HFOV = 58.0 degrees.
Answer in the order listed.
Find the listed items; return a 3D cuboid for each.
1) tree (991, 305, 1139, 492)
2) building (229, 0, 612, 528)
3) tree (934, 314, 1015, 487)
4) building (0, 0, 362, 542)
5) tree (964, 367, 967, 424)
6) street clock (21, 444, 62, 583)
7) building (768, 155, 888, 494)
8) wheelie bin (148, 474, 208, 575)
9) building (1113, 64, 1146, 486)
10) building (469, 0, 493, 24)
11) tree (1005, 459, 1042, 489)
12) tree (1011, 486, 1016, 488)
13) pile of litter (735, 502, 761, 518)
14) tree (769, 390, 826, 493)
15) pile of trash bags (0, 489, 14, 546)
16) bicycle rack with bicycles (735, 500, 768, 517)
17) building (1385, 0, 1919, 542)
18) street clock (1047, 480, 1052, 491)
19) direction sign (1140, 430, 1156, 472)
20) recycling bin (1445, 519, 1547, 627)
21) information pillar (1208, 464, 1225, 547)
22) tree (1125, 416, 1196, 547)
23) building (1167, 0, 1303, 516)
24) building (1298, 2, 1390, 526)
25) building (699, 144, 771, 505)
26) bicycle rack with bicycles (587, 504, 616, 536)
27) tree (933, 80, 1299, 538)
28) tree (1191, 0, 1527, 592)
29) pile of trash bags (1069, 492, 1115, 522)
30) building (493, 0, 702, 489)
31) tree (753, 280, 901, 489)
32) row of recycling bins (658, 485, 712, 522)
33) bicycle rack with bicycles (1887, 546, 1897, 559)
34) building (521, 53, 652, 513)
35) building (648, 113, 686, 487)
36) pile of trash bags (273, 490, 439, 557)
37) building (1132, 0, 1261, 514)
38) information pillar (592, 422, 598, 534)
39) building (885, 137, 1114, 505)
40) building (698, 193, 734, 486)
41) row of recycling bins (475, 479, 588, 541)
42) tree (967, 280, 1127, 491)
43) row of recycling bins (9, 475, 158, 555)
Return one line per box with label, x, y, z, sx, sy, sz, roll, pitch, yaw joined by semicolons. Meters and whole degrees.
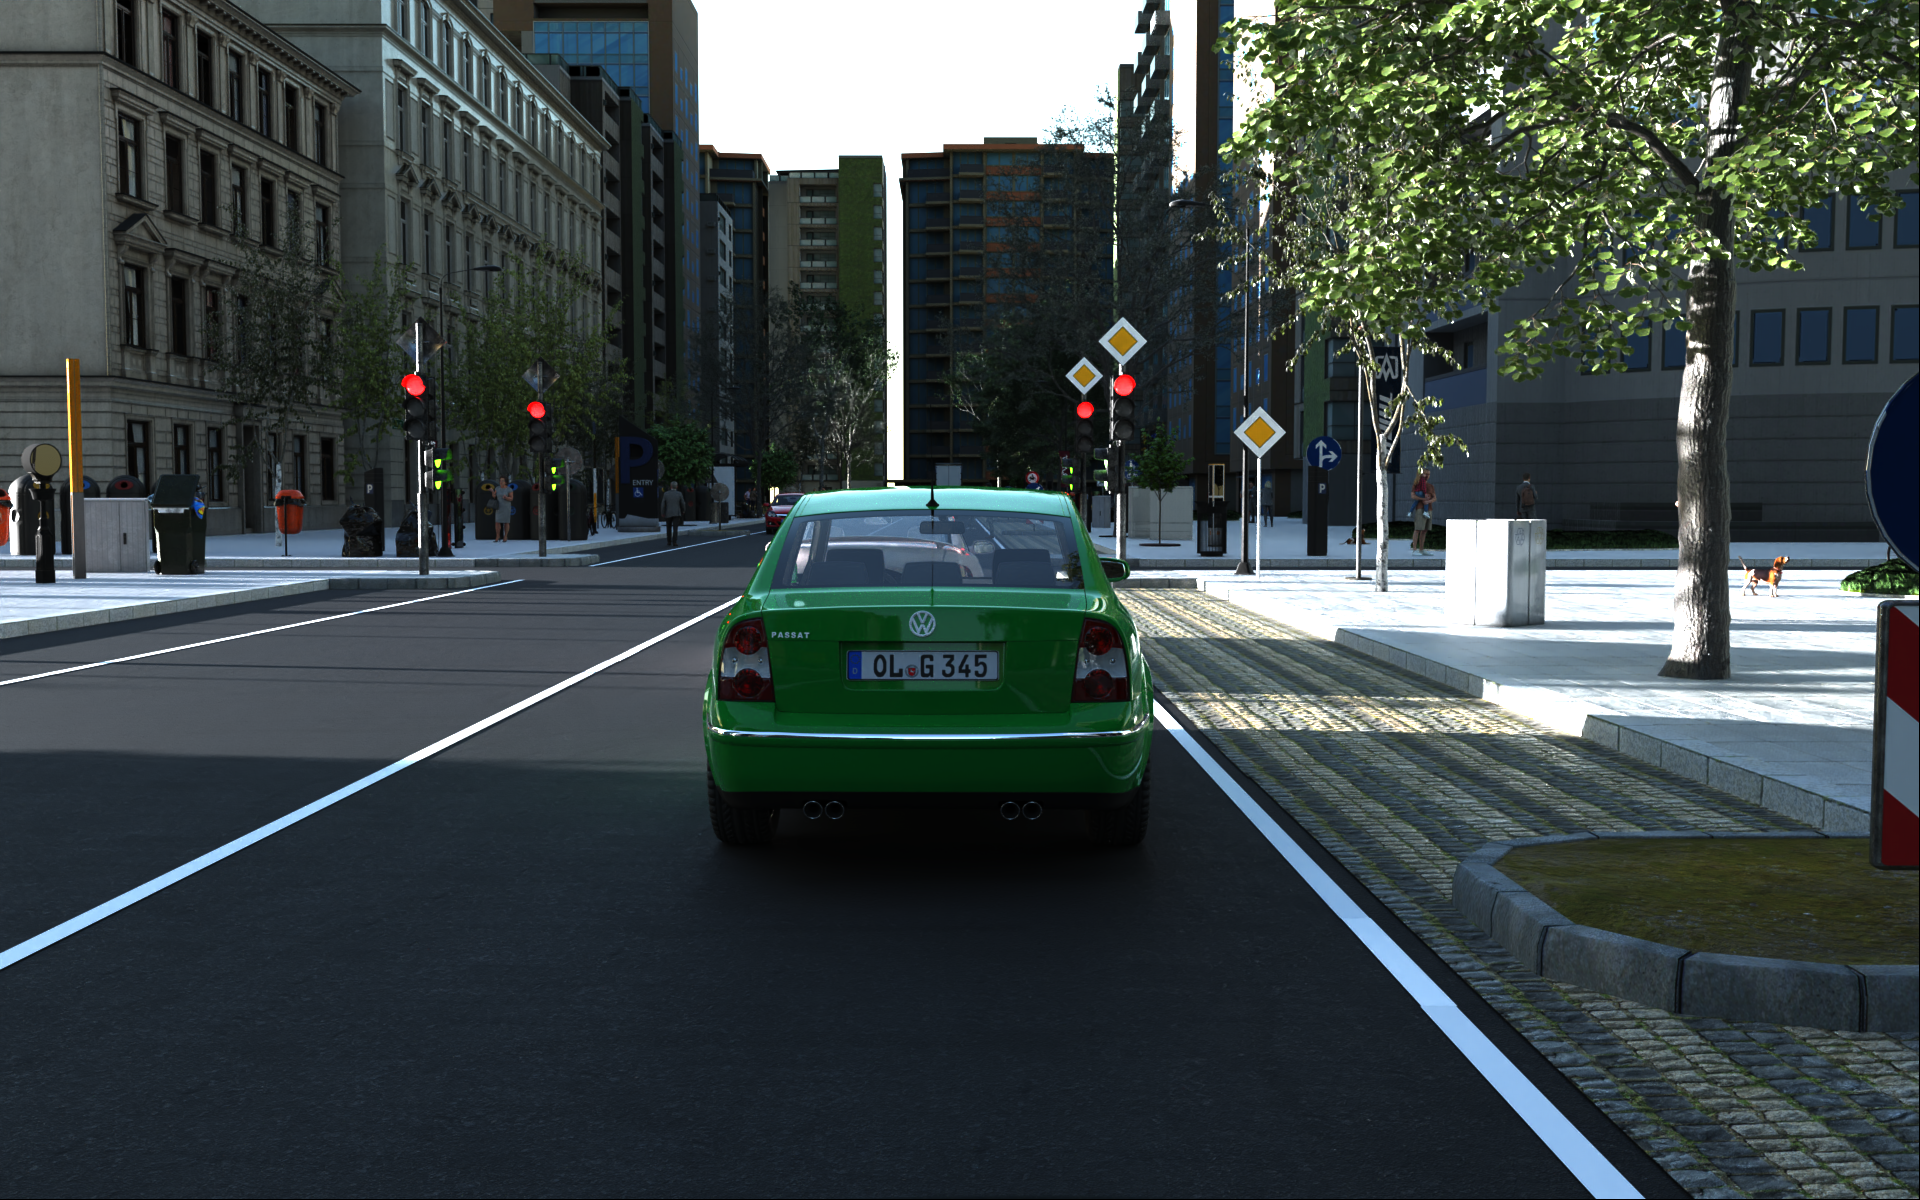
tree;4.962;-9.028;82.015;7.601;10.594;8.767;0;4;1
building;-29.673;-18.971;86.598;17.030;29.872;44.131;0;4;0
tree;3.516;-20.004;182.949;12.611;20.169;13.585;0;3;0
building;-27.522;-11.661;55.287;10.561;19.102;19.286;0;4;0
tree;5.054;-13.062;120.225;9.857;13.997;8.962;0;3;0
street clock;-13.188;-1.245;24.920;0.358;2.002;0.471;2;4;31
building;-16.008;-32.306;211.790;14.086;41.232;14.154;0;4;0
wheelie bin;-12.507;-1.213;27.742;0.980;1.594;0.693;0;4;2
building;21.779;-29.654;168.436;14.154;41.232;14.086;0;4;0
building;-46.823;-44.406;164.291;20.611;71.187;20.563;0;4;0
tree;4.786;-8.830;128.080;4.285;4.588;4.351;0;3;0
tree;4.841;-11.910;145.097;4.360;8.622;3.978;0;3;0
pile of litter;-11.278;-4.742;91.490;1.719;0.858;1.176;2;4;28
tree;-11.370;-10.500;122.034;4.360;8.622;3.978;0;3;0
pile of trash bags;-16.141;-1.015;26.344;1.912;1.369;3.447;2;4;31
bicycle rack with bicycles;-12.344;-5.397;101.624;2.852;0.926;2.925;1;4;21
building;29.752;-31.308;53.891;28.212;58.520;21.231;0;4;0
street clock;4.780;-5.367;92.316;0.358;2.002;0.471;0;4;6
direction sign;6.745;-4.277;61.930;0.379;3.537;0.876;-2;4;-35
recycling bin;5.294;-0.279;17.116;0.722;1.027;0.722;-3;5;-42
information pillar;6.245;-2.307;42.214;0.304;2.012;0.304;-1;4;-14
tree;4.930;-2.953;42.880;1.663;3.219;1.824;0;3;0
building;22.723;-28.972;123.800;14.600;45.320;14.200;0;4;0
building;21.802;-23.958;75.303;14.154;41.232;14.086;0;4;0
building;-38.209;-34.304;215.491;28.867;44.769;22.147;0;4;0
bicycle rack with bicycles;-12.254;-2.456;53.541;2.852;0.926;2.925;0;4;4
tree;4.741;-8.611;51.162;12.009;13.543;11.850;0;3;0
tree;5.369;-4.405;22.388;4.360;8.622;3.978;0;3;0
pile of trash bags;5.988;-4.284;79.798;1.912;1.369;3.447;-2;4;-30
building;-29.787;-30.308;145.641;14.600;45.320;14.200;0;4;0
tree;-12.597;-18.185;153.209;12.611;20.169;13.585;0;3;0
row of recycling bins;-13.259;-4.560;81.675;1.069;1.692;3.534;3;5;44
bicycle rack with bicycles;15.977;-0.790;26.303;2.852;0.926;2.925;0;4;-1
building;-29.560;-21.145;117.426;14.160;30.474;14.107;0;4;0
building;-28.962;-22.013;131.609;14.160;30.474;14.107;0;4;0
pile of trash bags;-12.520;-1.605;35.994;3.447;1.369;1.912;0;3;0
building;26.499;-32.195;145.990;23.786;49.044;30.456;0;4;0
information pillar;-11.850;-3.965;56.176;0.183;3.616;0.504;-1;4;-14
building;5.453;-34.294;215.324;28.867;44.769;22.147;0;4;0
building;-29.420;-24.267;168.472;14.107;30.474;14.160;0;4;0
row of recycling bins;-12.032;-2.537;48.586;3.534;1.692;1.069;1;4;19
tree;5.333;-12.101;104.504;9.857;13.997;8.962;0;3;0
row of recycling bins;-18.471;-1.846;37.302;3.534;1.692;1.069;-2;4;-29
